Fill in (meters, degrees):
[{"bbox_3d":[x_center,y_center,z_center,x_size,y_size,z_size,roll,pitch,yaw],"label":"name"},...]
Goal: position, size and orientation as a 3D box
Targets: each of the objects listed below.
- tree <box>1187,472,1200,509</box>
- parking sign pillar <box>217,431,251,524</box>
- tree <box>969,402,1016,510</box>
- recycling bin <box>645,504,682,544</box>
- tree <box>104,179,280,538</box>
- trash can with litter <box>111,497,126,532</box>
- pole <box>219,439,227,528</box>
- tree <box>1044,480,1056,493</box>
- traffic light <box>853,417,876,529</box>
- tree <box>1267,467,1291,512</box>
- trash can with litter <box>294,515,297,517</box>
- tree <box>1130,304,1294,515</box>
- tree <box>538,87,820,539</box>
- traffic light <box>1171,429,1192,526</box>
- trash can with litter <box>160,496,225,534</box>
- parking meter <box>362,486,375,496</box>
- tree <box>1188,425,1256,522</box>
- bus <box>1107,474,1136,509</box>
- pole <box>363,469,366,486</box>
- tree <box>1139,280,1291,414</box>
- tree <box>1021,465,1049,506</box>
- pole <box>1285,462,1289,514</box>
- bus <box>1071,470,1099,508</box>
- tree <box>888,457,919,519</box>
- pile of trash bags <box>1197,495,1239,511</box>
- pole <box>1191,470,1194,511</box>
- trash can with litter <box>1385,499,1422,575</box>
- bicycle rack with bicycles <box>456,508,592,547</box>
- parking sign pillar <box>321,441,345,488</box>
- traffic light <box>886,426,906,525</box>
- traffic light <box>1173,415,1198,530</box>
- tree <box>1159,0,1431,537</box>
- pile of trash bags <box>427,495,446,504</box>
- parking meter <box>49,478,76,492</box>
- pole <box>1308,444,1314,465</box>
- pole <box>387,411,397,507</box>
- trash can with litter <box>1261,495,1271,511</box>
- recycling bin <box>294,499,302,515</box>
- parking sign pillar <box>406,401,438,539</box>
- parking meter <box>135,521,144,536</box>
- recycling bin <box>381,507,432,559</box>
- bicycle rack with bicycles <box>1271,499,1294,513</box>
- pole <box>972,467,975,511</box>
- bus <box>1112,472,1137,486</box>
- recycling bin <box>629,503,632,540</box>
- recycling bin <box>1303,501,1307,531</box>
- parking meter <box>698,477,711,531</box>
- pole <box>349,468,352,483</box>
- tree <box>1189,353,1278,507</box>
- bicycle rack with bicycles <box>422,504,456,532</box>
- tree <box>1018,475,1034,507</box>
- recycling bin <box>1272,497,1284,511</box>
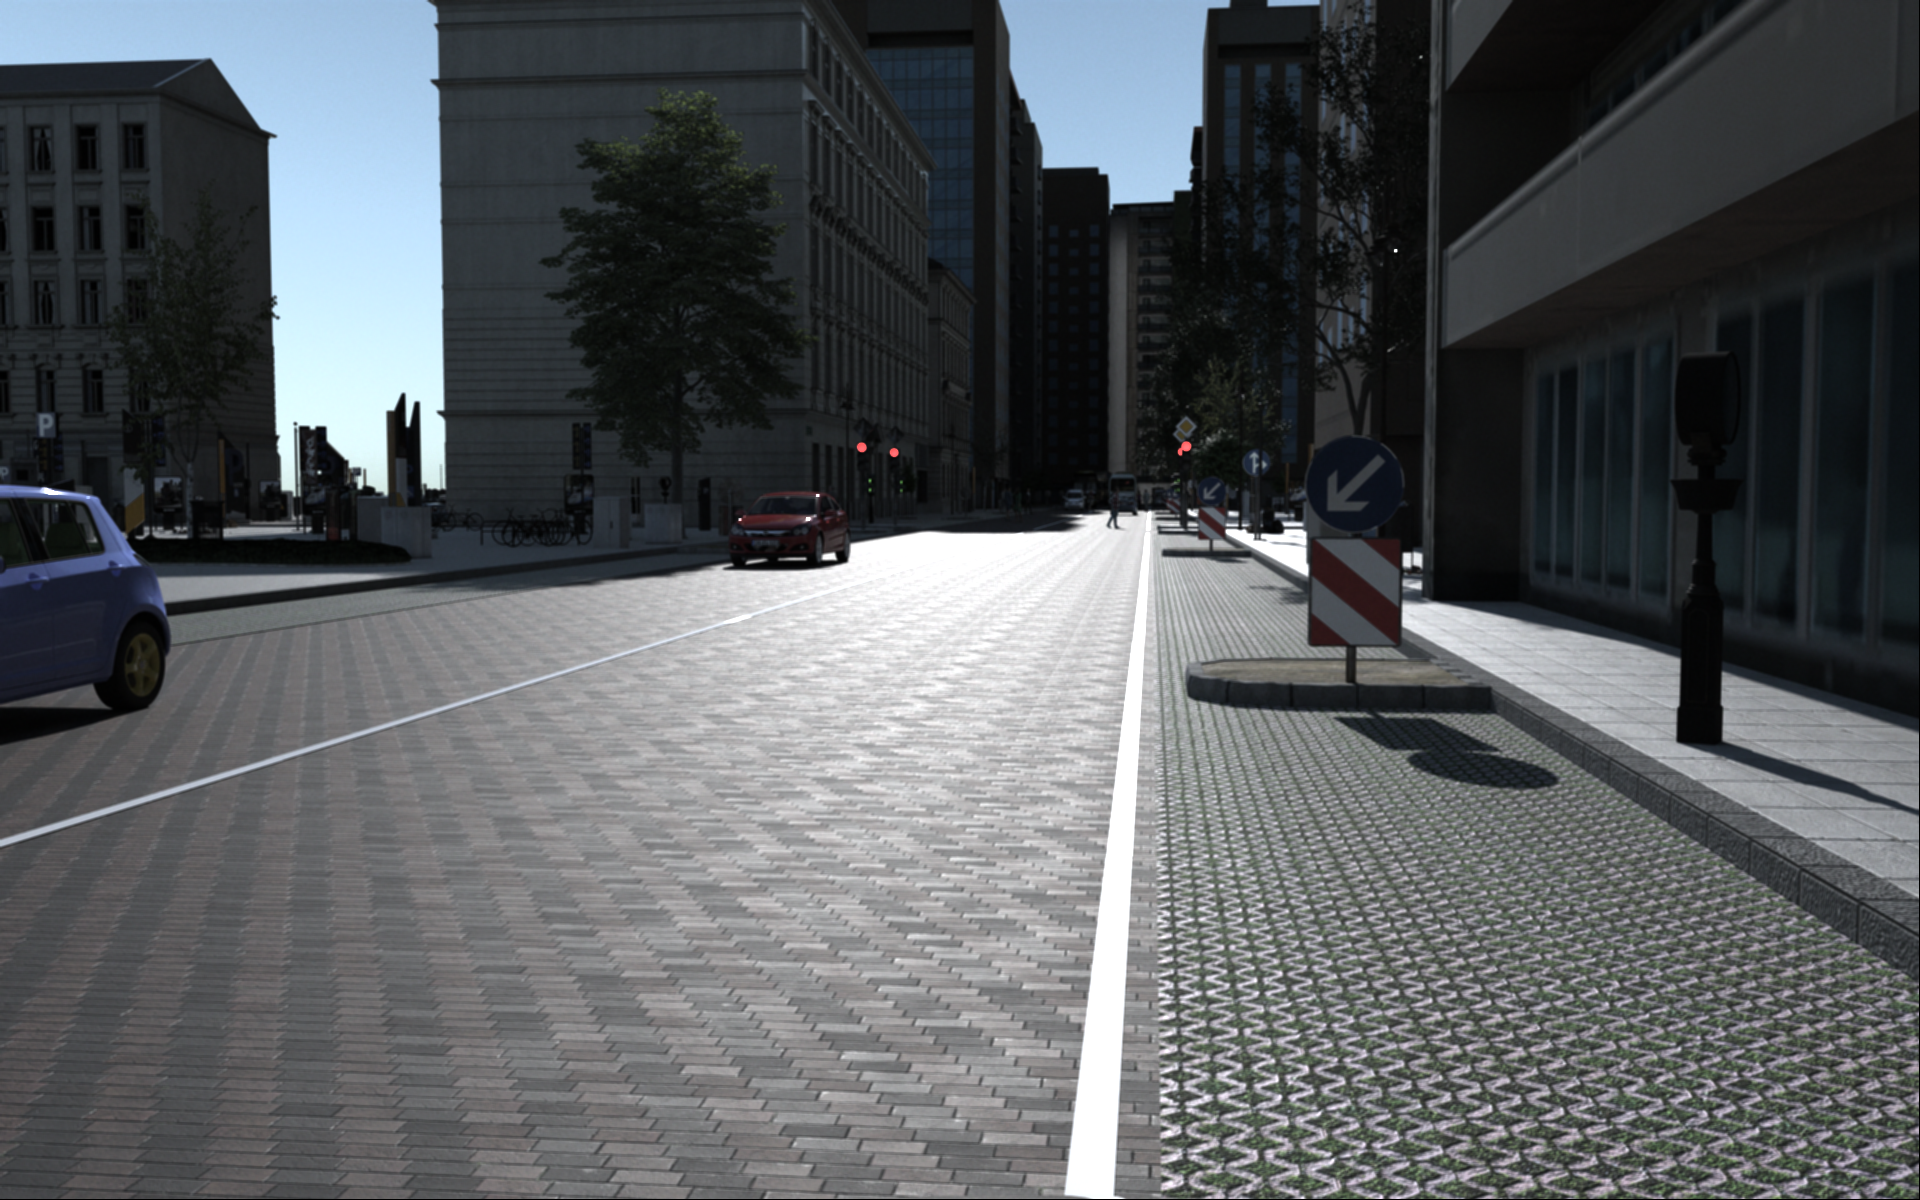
[{"bbox_3d":[20.543,-9.553,150.799,1.663,3.219,1.824,0,3,0],"label":"tree"},{"bbox_3d":[-31.166,-5.238,74.114,1.447,3.967,1.447,1,4,10],"label":"parking sign pillar"},{"bbox_3d":[2.223,-11.531,138.897,4.360,8.622,3.978,0,3,0],"label":"tree"},{"bbox_3d":[-7.631,-1.958,44.562,0.722,1.027,0.722,1,4,20],"label":"recycling bin"},{"bbox_3d":[-18.271,-5.540,40.943,4.737,8.622,4.395,0,3,0],"label":"tree"},{"bbox_3d":[-28.236,-2.899,58.790,1.055,1.170,0.624,1,4,12],"label":"trash can with litter"},{"bbox_3d":[-27.569,-4.336,64.744,0.158,3.312,0.155,0,3,0],"label":"pole"},{"bbox_3d":[11.245,-13.963,222.896,1.663,3.219,1.824,0,3,0],"label":"tree"},{"bbox_3d":[-3.520,-4.549,63.292,0.839,4.253,0.868,0,4,6],"label":"traffic light"},{"bbox_3d":[22.952,-7.886,123.531,1.663,3.219,1.824,0,3,0],"label":"tree"},{"bbox_3d":[-37.896,-5.271,97.246,2.233,1.210,1.678,0,4,6],"label":"trash can with litter"},{"bbox_3d":[14.899,-11.450,104.209,9.611,12.733,9.660,0,3,0],"label":"tree"},{"bbox_3d":[-7.832,-7.982,48.629,7.486,12.596,7.792,0,3,0],"label":"tree"},{"bbox_3d":[8.949,-4.957,69.970,0.839,4.253,0.868,0,4,6],"label":"traffic light"},{"bbox_3d":[-24.971,-2.763,56.240,2.233,1.210,1.678,1,4,23],"label":"trash can with litter"},{"bbox_3d":[-17.875,-2.691,52.412,0.372,1.533,0.369,0,3,0],"label":"parking meter"},{"bbox_3d":[12.442,-5.975,81.413,4.285,4.588,4.351,0,3,0],"label":"tree"},{"bbox_3d":[15.761,-10.629,168.649,2.948,3.499,13.247,0,4,5],"label":"bus"},{"bbox_3d":[-47.997,-8.921,139.708,0.158,3.312,0.155,0,3,0],"label":"pole"},{"bbox_3d":[20.914,-17.460,141.361,12.611,20.169,13.585,0,3,0],"label":"tree"},{"bbox_3d":[8.347,-12.791,192.854,4.285,4.588,4.351,0,3,0],"label":"tree"},{"bbox_3d":[21.042,-7.194,111.458,0.158,3.312,0.155,0,3,0],"label":"pole"},{"bbox_3d":[13.285,-11.755,183.737,2.896,3.916,12.252,0,4,4],"label":"bus"},{"bbox_3d":[-2.735,-5.870,90.574,1.663,3.219,1.824,0,3,0],"label":"tree"},{"bbox_3d":[19.643,-7.447,131.516,3.447,1.369,1.912,1,4,17],"label":"pile of trash bags"},{"bbox_3d":[17.895,-8.540,133.477,0.158,3.312,0.155,0,3,0],"label":"pole"},{"bbox_3d":[7.366,-1.015,27.645,2.233,1.210,1.678,1,4,16],"label":"trash can with litter"},{"bbox_3d":[-10.568,-1.835,43.391,2.925,0.926,2.852,-3,5,-39],"label":"bicycle rack with bicycles"},{"bbox_3d":[-31.675,-6.056,87.487,1.447,3.967,1.447,2,4,32],"label":"parking sign pillar"},{"bbox_3d":[-2.644,-5.034,71.229,0.839,4.253,0.868,0,4,6],"label":"traffic light"},{"bbox_3d":[8.073,-4.472,62.033,0.839,4.253,0.868,0,4,6],"label":"traffic light"},{"bbox_3d":[7.473,-6.044,33.236,8.767,10.594,7.601,2,4,32],"label":"tree"},{"bbox_3d":[-34.135,-6.412,114.586,1.912,1.369,3.447,1,4,13],"label":"pile of trash bags"},{"bbox_3d":[-14.164,-1.159,27.366,0.372,1.533,0.369,0,3,0],"label":"parking meter"},{"bbox_3d":[14.234,-4.676,70.292,0.158,3.312,0.155,0,3,0],"label":"pole"},{"bbox_3d":[-13.921,-2.974,42.474,0.158,3.312,0.155,0,3,0],"label":"pole"},{"bbox_3d":[24.145,-7.532,134.208,1.678,1.210,2.233,-3,5,-39],"label":"trash can with litter"},{"bbox_3d":[-41.276,-5.810,107.543,0.722,1.027,0.722,-1,4,-17],"label":"recycling bin"},{"bbox_3d":[-15.802,-3.752,49.815,1.447,3.967,1.447,-1,4,-10],"label":"parking sign pillar"},{"bbox_3d":[-25.301,-2.741,53.219,0.372,1.533,0.369,0,3,0],"label":"parking meter"},{"bbox_3d":[-11.073,-1.353,34.669,0.722,1.027,0.722,1,4,13],"label":"recycling bin"},{"bbox_3d":[22.511,-6.469,119.147,2.852,0.926,2.925,2,4,28],"label":"bicycle rack with bicycles"},{"bbox_3d":[1.020,-8.341,130.220,0.158,3.312,0.155,0,3,0],"label":"pole"},{"bbox_3d":[17.836,-12.105,189.461,2.896,3.916,12.252,0,4,6],"label":"bus"},{"bbox_3d":[-9.602,-2.180,48.205,0.722,1.027,0.722,1,4,16],"label":"recycling bin"},{"bbox_3d":[12.223,-2.863,59.364,0.722,1.027,0.722,-1,4,-11],"label":"recycling bin"},{"bbox_3d":[-8.970,-3.366,60.741,0.399,1.863,0.255,-2,4,-31],"label":"parking meter"},{"bbox_3d":[-47.773,-8.678,135.721,0.158,3.312,0.155,0,3,0],"label":"pole"},{"bbox_3d":[14.132,-8.580,90.653,4.360,8.622,3.978,0,3,0],"label":"tree"},{"bbox_3d":[-18.300,-2.836,59.753,2.925,0.926,2.852,1,4,11],"label":"bicycle rack with bicycles"},{"bbox_3d":[6.753,-11.128,176.541,1.663,3.219,1.824,0,3,0],"label":"tree"},{"bbox_3d":[23.690,-7.120,128.965,0.722,1.027,0.722,1,4,21],"label":"recycling bin"}]
